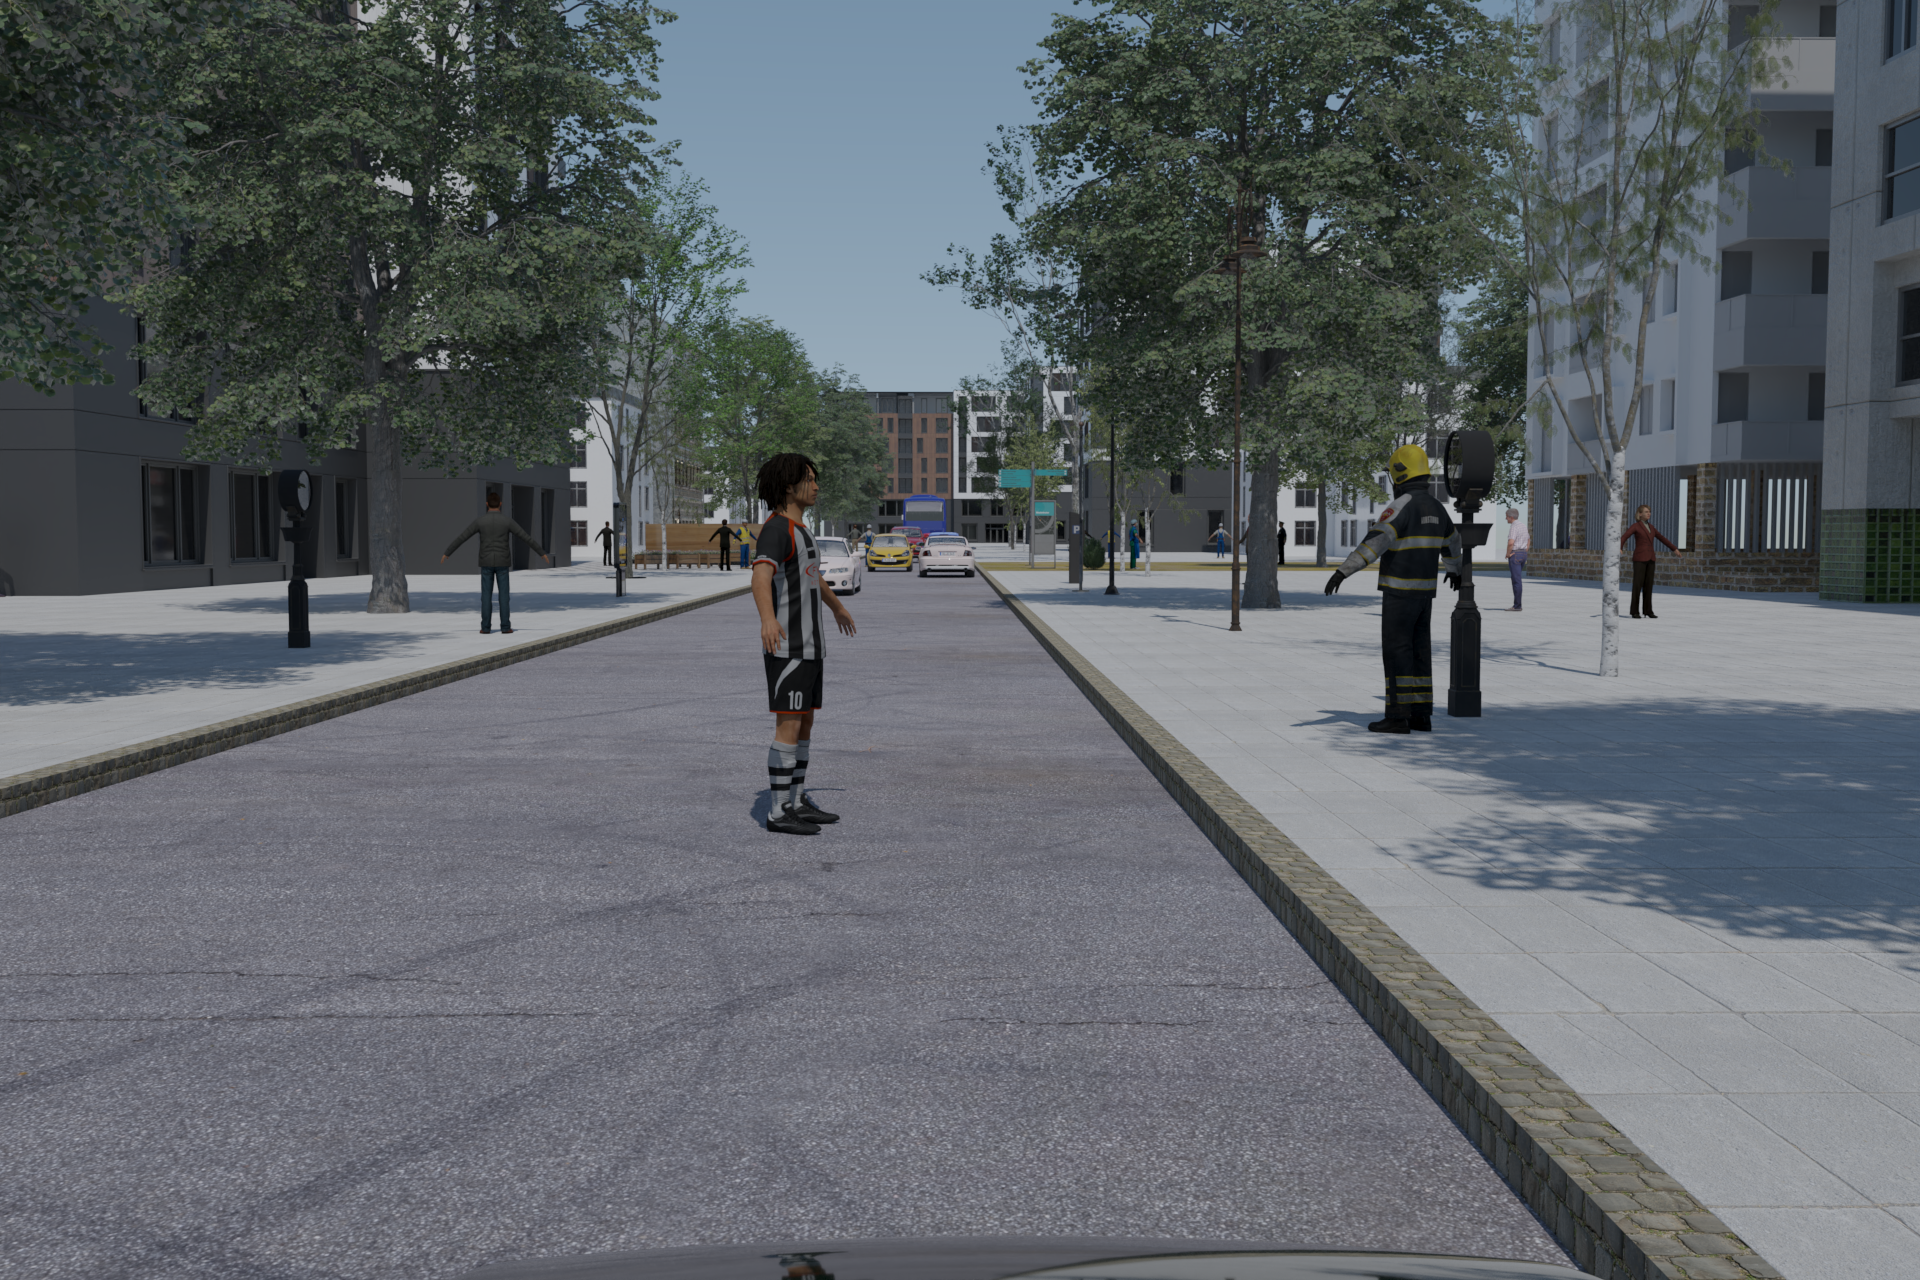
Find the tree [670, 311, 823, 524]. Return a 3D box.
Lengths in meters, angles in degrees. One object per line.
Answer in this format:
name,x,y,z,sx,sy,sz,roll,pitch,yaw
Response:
tree,-9.909,-9.459,80.407,9.928,11.665,9.643,0,3,0

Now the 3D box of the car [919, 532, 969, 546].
car,-0.617,-3.463,66.214,1.945,1.707,3.694,0,4,-1

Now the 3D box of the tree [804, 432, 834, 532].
tree,-9.989,-10.270,118.279,4.360,8.622,3.978,0,3,0

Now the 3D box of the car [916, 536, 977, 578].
car,-0.461,-2.823,58.516,2.083,1.381,4.827,0,4,-1

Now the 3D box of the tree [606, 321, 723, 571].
tree,-10.232,-6.688,59.705,4.360,8.622,3.978,0,3,0

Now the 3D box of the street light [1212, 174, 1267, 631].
street light,3.647,-3.056,22.761,0.468,5.910,1.993,0,4,0

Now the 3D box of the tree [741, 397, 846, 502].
tree,-10.609,-10.670,108.866,7.601,10.594,8.767,1,4,14

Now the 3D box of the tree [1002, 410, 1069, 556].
tree,4.593,-9.258,101.726,4.737,8.622,4.395,0,3,0

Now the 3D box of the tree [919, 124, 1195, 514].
tree,4.033,-13.836,82.106,12.611,20.169,13.585,0,3,0

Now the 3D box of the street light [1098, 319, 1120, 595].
street light,3.759,-3.915,36.555,1.470,5.913,1.316,0,4,0

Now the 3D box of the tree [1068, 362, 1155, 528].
tree,6.290,-7.413,71.571,4.360,8.622,3.978,0,3,0

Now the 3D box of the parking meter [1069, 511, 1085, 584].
parking meter,3.020,-2.390,44.783,0.399,1.863,0.255,0,4,0

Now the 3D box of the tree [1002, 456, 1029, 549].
tree,5.042,-12.426,153.535,4.737,8.622,4.395,0,3,0

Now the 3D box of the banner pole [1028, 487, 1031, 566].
banner pole,2.868,-4.922,70.499,0.401,3.779,0.863,0,4,-2

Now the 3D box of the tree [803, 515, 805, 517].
tree,-23.126,-18.462,252.219,4.360,8.622,3.978,0,3,0

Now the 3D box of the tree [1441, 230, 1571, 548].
tree,22.985,-9.709,65.399,9.857,13.997,8.962,0,3,0

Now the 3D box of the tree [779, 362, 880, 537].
tree,-10.746,-13.581,128.710,9.857,13.997,8.962,0,3,0

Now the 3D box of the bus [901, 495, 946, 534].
bus,-2.231,-7.094,107.539,2.896,3.916,12.251,0,4,-1

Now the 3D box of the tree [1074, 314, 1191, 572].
tree,5.740,-6.626,58.692,4.737,8.622,4.395,0,3,0

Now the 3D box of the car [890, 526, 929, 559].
car,-2.695,-4.790,86.990,2.281,1.827,5.304,0,3,0

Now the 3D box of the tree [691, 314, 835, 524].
tree,-10.238,-10.504,89.874,7.486,12.596,7.792,0,3,0

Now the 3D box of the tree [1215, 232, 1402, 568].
tree,13.457,-9.040,65.929,7.486,12.596,7.792,0,3,0

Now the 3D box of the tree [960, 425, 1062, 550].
tree,4.312,-12.670,141.569,8.767,10.594,7.601,0,4,-4

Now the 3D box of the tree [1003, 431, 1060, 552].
tree,4.846,-10.666,124.752,4.737,8.622,4.395,0,3,0

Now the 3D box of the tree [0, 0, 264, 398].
tree,-9.445,-6.454,12.186,9.857,13.997,8.962,0,3,0

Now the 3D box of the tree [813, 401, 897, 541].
tree,-10.544,-15.475,159.673,9.857,13.997,8.962,0,3,0

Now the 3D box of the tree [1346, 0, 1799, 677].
tree,5.864,-3.960,15.108,4.360,8.622,3.978,0,3,0

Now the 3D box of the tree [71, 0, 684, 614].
tree,-9.215,-7.413,27.860,9.857,13.997,8.962,0,3,0

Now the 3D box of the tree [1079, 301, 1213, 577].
tree,5.695,-6.216,51.996,4.360,8.622,3.978,0,3,0

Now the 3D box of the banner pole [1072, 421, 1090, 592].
banner pole,2.696,-2.955,38.330,0.401,3.779,0.863,0,4,0

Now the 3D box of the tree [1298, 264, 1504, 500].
tree,19.626,-10.227,77.574,12.009,13.543,11.850,0,3,0

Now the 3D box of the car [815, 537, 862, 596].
car,-3.391,-1.807,41.900,2.083,1.381,4.827,0,4,0

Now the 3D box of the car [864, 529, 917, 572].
car,-2.674,-3.454,66.696,2.015,1.641,3.980,0,4,-1

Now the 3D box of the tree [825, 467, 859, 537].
tree,-10.698,-11.755,142.555,4.360,8.622,3.978,0,3,0

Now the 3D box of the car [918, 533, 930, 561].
car,-1.396,-5.219,94.367,2.155,1.783,4.494,0,4,0

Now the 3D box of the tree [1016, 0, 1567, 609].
tree,5.197,-7.532,29.799,9.857,13.997,8.962,0,3,0

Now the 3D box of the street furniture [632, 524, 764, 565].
street furniture,-10.336,-4.132,74.411,11.010,1.723,9.812,2,4,35

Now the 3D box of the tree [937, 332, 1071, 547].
tree,4.158,-18.885,164.664,12.611,20.169,13.585,0,3,0

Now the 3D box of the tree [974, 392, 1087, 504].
tree,4.557,-11.015,114.505,8.767,10.594,7.601,2,4,28

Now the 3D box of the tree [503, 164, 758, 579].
tree,-9.604,-7.566,49.466,9.928,11.665,9.643,0,3,0
